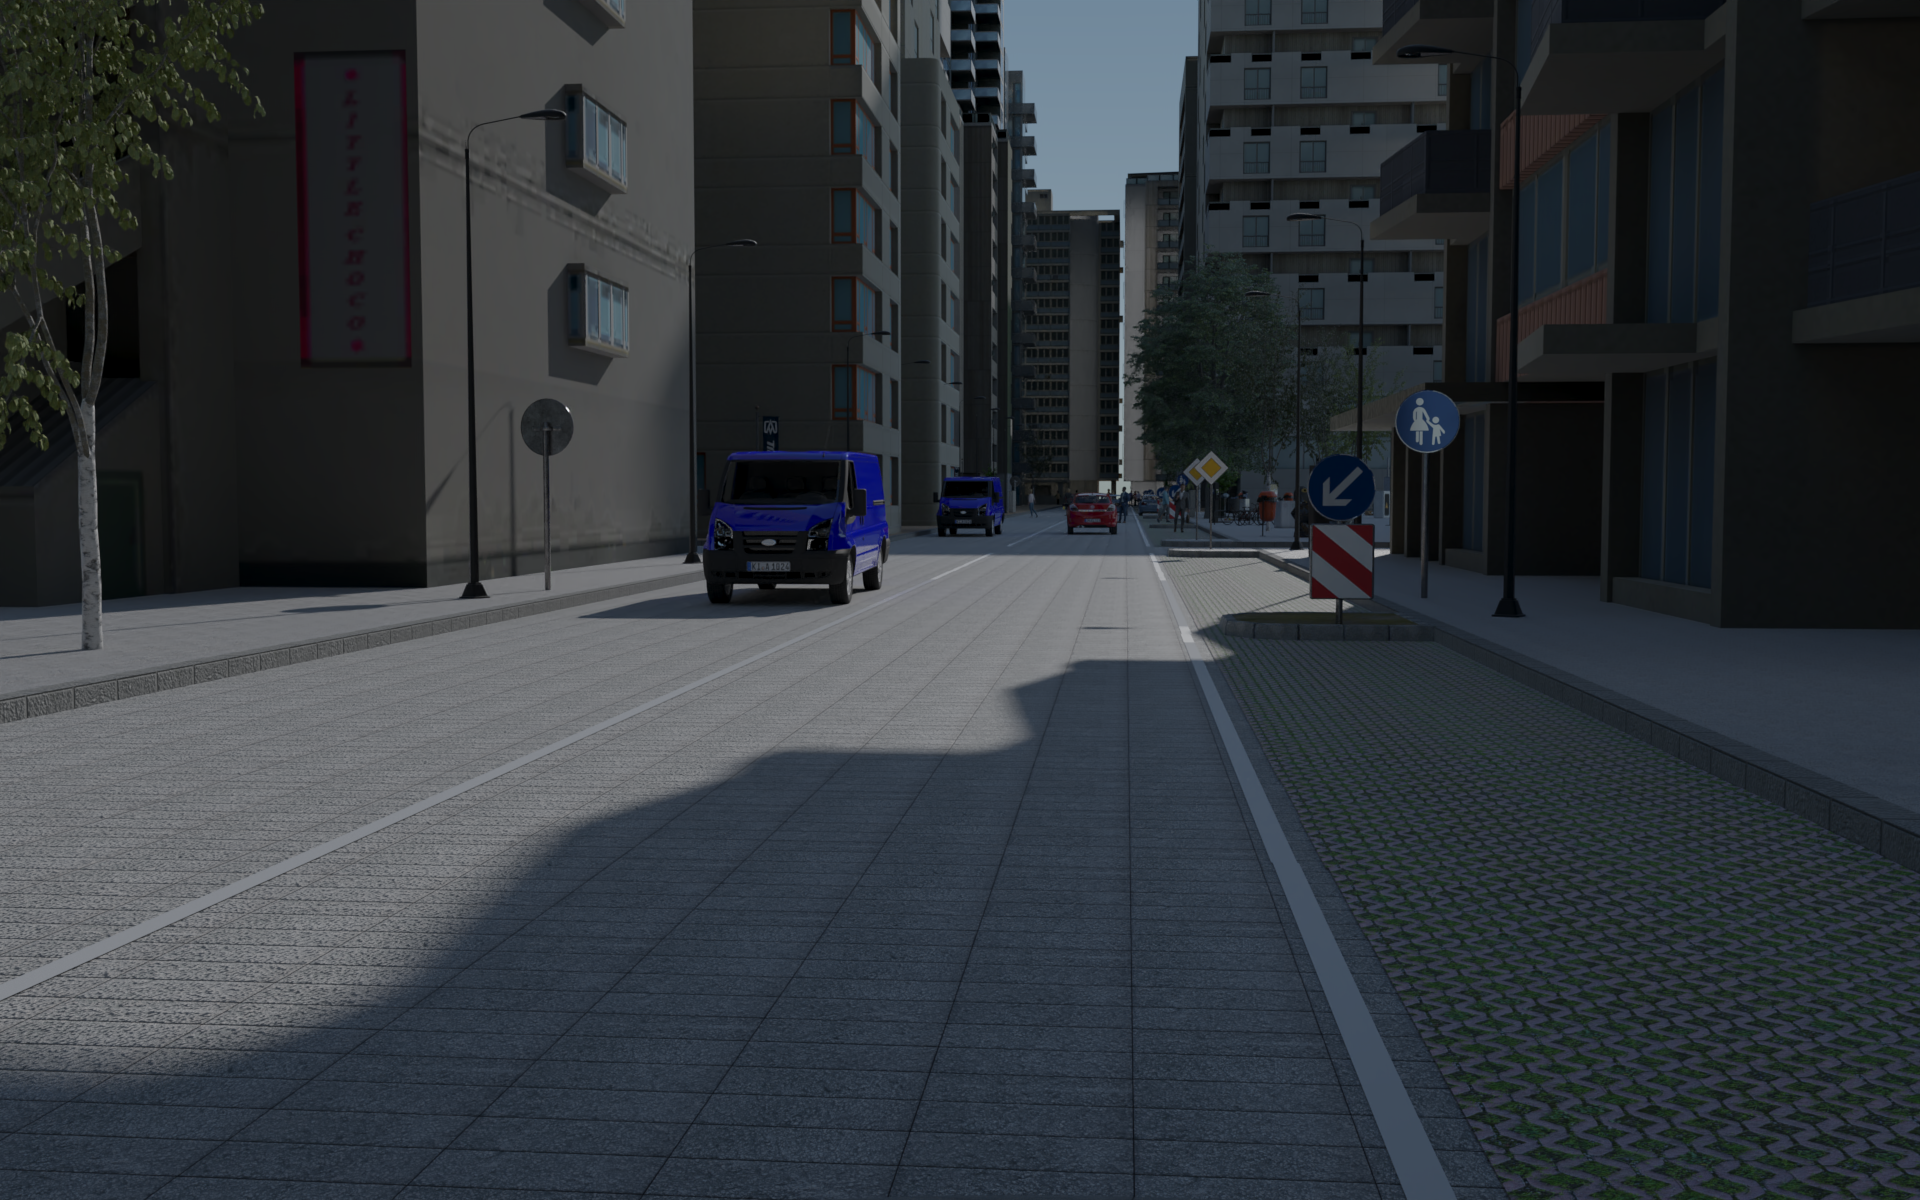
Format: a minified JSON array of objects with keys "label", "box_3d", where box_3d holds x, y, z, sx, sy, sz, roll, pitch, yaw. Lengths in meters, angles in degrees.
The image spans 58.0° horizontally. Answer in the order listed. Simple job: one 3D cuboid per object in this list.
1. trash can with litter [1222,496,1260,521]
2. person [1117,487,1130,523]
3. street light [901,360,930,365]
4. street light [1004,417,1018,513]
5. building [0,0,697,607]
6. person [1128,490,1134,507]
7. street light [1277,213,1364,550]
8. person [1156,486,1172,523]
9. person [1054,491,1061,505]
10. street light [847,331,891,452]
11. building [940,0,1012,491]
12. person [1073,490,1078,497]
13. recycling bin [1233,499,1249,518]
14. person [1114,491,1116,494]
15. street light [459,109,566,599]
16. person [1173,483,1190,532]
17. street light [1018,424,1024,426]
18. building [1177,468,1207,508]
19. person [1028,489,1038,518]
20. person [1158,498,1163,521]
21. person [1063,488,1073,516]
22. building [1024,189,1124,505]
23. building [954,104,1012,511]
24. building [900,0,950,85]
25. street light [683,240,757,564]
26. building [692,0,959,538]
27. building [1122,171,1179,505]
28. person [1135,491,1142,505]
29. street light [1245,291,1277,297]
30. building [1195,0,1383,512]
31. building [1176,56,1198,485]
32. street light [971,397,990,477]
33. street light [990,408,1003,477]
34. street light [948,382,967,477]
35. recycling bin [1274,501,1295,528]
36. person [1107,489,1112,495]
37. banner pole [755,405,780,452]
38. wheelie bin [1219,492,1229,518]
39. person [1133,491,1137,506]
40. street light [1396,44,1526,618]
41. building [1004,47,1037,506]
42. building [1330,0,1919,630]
[{"label":"trash can with litter","box_3d":[13.558,-4.408,83.122,2.233,1.210,1.678,0,4,-4]},{"label":"person","box_3d":[8.049,-4.692,85.404,0.721,1.800,0.419,3,5,43]},{"label":"street light","box_3d":[-1.724,-5.364,60.244,1.470,5.913,1.316,0,4,5]},{"label":"street light","box_3d":[2.569,-8.054,104.223,1.470,5.913,1.316,0,4,5]},{"label":"building","box_3d":[-17.306,-24.695,27.462,21.600,48.544,21.300,0,4,5]},{"label":"person","box_3d":[18.798,-11.103,189.899,0.709,1.838,0.599,-2,4,-28]},{"label":"street light","box_3d":[6.098,-3.439,28.772,1.470,5.913,1.316,0,4,5]},{"label":"person","box_3d":[10.216,-4.782,86.549,0.748,1.841,0.638,1,4,17]},{"label":"person","box_3d":[11.567,-12.009,204.942,1.348,1.812,0.705,-3,5,-42]},{"label":"street light","box_3d":[-2.663,-4.706,49.488,1.470,5.913,1.316,0,4,5]},{"label":"building","box_3d":[-6.126,-51.444,153.789,22.319,86.520,31.000,0,4,5]},{"label":"person","box_3d":[10.892,-9.331,161.068,1.348,1.823,0.705,3,5,40]},{"label":"recycling bin","box_3d":[15.022,-4.895,92.595,0.722,1.027,0.722,2,4,28]},{"label":"person","box_3d":[17.532,-11.460,196.593,0.721,1.735,1.217,2,4,24]},{"label":"street light","box_3d":[-5.446,-2.971,21.121,1.470,5.913,1.316,0,4,5]},{"label":"person","box_3d":[8.224,-3.420,64.386,0.622,1.834,0.822,0,3,0]},{"label":"street light","box_3d":[3.545,-8.713,114.994,1.470,5.913,1.316,0,4,5]},{"label":"building","box_3d":[31.270,-44.286,162.323,20.563,71.187,20.611,0,4,5]},{"label":"person","box_3d":[4.457,-5.855,104.906,0.598,1.740,0.731,1,4,17]},{"label":"person","box_3d":[10.719,-4.790,91.829,0.382,1.210,0.505,-2,4,-34]},{"label":"person","box_3d":[7.450,-6.425,113.771,1.509,1.804,0.699,3,4,37]},{"label":"building","box_3d":[9.000,-32.519,223.568,23.993,40.220,32.217,0,4,5]},{"label":"building","box_3d":[-3.511,-22.034,131.962,14.160,30.474,14.107,0,4,5]},{"label":"building","box_3d":[-14.996,-31.559,105.221,28.713,52.752,27.495,0,4,5]},{"label":"street light","box_3d":[-4.408,-3.626,31.823,1.470,5.913,1.316,0,4,5]},{"label":"building","box_3d":[-15.164,-13.439,64.770,27.650,21.520,28.899,0,4,5]},{"label":"building","box_3d":[27.131,-32.387,213.119,14.086,41.232,14.154,0,4,5]},{"label":"person","box_3d":[17.243,-9.643,167.099,0.756,1.711,0.436,0,4,6]},{"label":"street light","box_3d":[7.217,-4.111,39.754,1.470,5.913,1.316,0,4,5]},{"label":"building","box_3d":[32.904,-33.573,138.162,28.713,52.752,27.495,0,4,5]},{"label":"building","box_3d":[34.166,-34.263,183.900,21.300,48.544,21.600,0,4,5]},{"label":"street light","box_3d":[0.520,-6.733,82.618,1.470,5.913,1.316,0,4,5]},{"label":"street light","box_3d":[1.455,-7.400,93.529,1.470,5.913,1.316,0,4,5]},{"label":"street light","box_3d":[-0.593,-6.063,71.675,1.470,5.913,1.316,0,4,5]},{"label":"recycling bin","box_3d":[12.295,-3.223,65.252,0.722,1.027,0.722,-1,4,-11]},{"label":"person","box_3d":[11.039,-7.346,128.571,1.348,1.831,0.705,1,4,9]},{"label":"banner pole","box_3d":[-5.489,-3.600,48.878,0.863,3.779,0.401,-1,4,-19]},{"label":"wheelie bin","box_3d":[14.002,-5.218,93.218,0.980,1.594,0.693,1,4,18]},{"label":"person","box_3d":[20.152,-11.639,198.742,0.705,1.831,1.348,3,5,40]},{"label":"street light","box_3d":[5.211,-2.782,18.032,1.470,5.913,1.316,0,4,5]},{"label":"building","box_3d":[-7.165,-34.740,187.607,30.456,49.044,23.786,0,4,5]},{"label":"building","box_3d":[17.637,-22.503,22.553,22.147,44.769,28.867,0,4,5]}]
